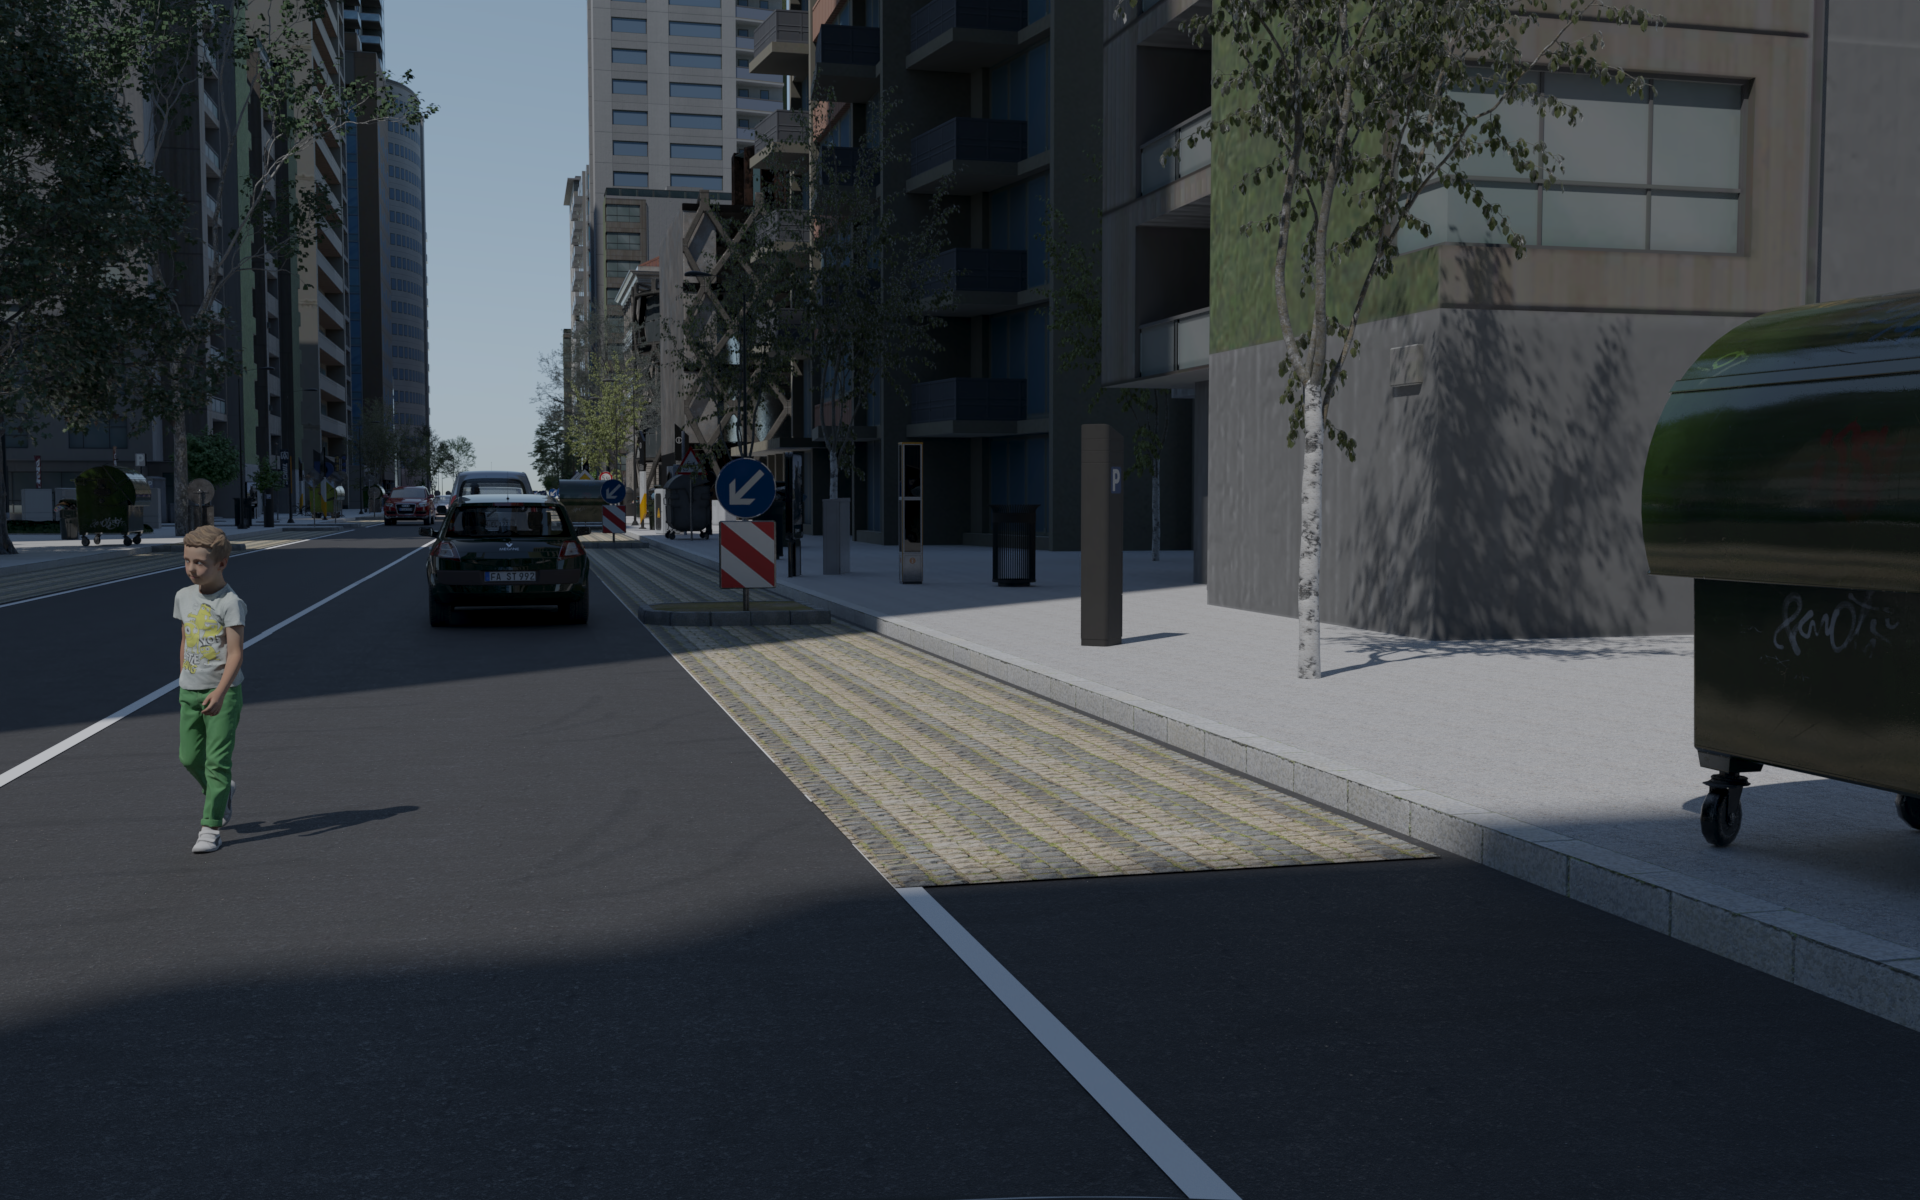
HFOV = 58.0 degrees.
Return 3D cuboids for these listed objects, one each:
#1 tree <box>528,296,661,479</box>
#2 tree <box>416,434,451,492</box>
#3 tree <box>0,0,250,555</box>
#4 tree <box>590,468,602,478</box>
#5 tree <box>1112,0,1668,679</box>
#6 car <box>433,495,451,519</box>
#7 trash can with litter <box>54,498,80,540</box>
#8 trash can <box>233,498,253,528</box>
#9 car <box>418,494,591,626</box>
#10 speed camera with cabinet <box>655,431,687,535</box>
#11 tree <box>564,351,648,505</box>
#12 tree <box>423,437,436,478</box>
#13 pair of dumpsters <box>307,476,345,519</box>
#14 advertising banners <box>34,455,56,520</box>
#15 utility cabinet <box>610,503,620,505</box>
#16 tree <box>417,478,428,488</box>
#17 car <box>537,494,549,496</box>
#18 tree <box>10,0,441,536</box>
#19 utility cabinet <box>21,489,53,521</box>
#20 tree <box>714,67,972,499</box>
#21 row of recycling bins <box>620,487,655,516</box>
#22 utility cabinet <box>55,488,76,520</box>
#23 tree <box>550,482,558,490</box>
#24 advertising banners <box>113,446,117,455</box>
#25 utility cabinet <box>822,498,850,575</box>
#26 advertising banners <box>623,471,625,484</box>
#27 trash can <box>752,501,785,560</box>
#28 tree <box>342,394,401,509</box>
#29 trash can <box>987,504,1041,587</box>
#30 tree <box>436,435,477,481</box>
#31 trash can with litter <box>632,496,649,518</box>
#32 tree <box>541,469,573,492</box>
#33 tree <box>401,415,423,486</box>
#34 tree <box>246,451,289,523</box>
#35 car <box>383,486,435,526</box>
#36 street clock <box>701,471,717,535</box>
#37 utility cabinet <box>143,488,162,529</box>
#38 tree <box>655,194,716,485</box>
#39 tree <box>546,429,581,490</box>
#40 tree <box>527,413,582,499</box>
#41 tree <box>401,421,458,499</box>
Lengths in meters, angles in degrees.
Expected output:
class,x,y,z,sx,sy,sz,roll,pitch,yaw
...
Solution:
class,x,y,z,sx,sy,sz,roll,pitch,yaw
tree,-21.693,-12.068,107.674,12.009,13.543,11.850,0,3,0
tree,-64.437,-15.983,211.685,4.737,8.622,4.395,0,3,0
tree,-20.638,-7.323,36.732,9.611,12.733,9.660,0,3,0
tree,-27.314,-8.251,129.511,1.663,3.219,1.824,0,3,0
tree,2.669,-3.761,11.859,4.360,8.622,3.978,0,3,0
car,-29.301,-5.291,98.865,2.083,1.381,4.827,-1,4,-15
trash can with litter,-25.132,-2.289,48.815,0.624,1.170,1.055,-1,4,-22
trash can,-27.123,-3.295,65.528,0.748,1.137,0.748,0,3,0
car,-5.311,-0.643,20.298,2.009,1.686,4.222,-1,4,-15
speed camera with cabinet,-9.150,-3.708,54.960,0.660,3.252,2.038,-2,4,-26
tree,-17.738,-8.426,88.129,4.737,8.622,4.395,0,3,0
tree,-50.115,-12.680,157.675,4.360,8.622,3.978,0,3,0
pair of dumpsters,-33.389,-5.424,91.182,1.574,2.255,4.437,-1,4,-14
advertising banners,-41.556,-5.060,78.918,0.090,3.025,2.074,0,4,3
utility cabinet,-19.241,-5.142,95.237,1.020,1.237,0.306,-3,4,-36
tree,-58.035,-11.786,187.309,1.663,3.219,1.824,0,3,0
car,-47.132,-11.416,195.452,1.959,1.807,4.718,-1,4,-14
tree,-22.527,-11.960,51.435,12.611,20.169,13.585,0,3,0
utility cabinet,-40.076,-4.068,75.187,0.318,1.500,1.173,2,4,34
tree,-2.040,-4.932,30.997,4.360,8.622,3.978,0,3,0
row of recycling bins,-18.930,-5.731,100.814,3.534,1.692,1.069,-3,4,-37
utility cabinet,-32.468,-3.333,63.172,0.318,1.500,1.173,1,4,8
tree,-56.438,-15.087,241.272,1.663,3.219,1.824,0,3,0
advertising banners,-30.630,-4.054,62.471,0.090,3.025,2.074,-1,4,-13
utility cabinet,-2.002,-1.030,28.009,0.306,1.237,1.020,0,4,5
advertising banners,-25.336,-8.163,129.657,0.090,3.025,2.074,0,4,3
trash can,-3.772,-1.364,33.952,0.748,1.137,0.748,0,3,0
tree,-44.903,-11.099,131.827,4.360,8.622,3.978,0,3,0
trash can,0.752,-0.761,24.091,0.748,1.137,0.748,0,3,0
tree,-88.087,-23.046,302.561,9.928,11.665,9.643,0,3,0
trash can with litter,-17.179,-5.025,93.551,0.624,1.170,1.055,1,4,19
tree,-46.069,-13.490,204.271,4.285,4.588,4.351,0,3,0
tree,-45.986,-11.443,137.461,4.360,8.622,3.978,0,3,0
tree,-31.169,-5.097,77.945,1.663,3.219,1.824,0,3,0
car,-25.638,-4.406,80.703,2.281,1.827,5.304,-1,4,-14
street clock,-7.872,-3.040,54.271,0.471,2.002,0.358,0,4,2
utility cabinet,-29.857,-3.340,63.289,1.173,1.500,0.318,0,4,-6
tree,-5.230,-5.582,41.620,4.360,8.622,3.978,0,3,0
tree,-42.710,-14.439,186.440,4.360,8.622,3.978,0,3,0
tree,-54.049,-19.170,231.547,7.486,12.596,7.792,0,3,0
tree,-67.903,-17.598,222.142,7.601,10.594,8.767,2,4,27
